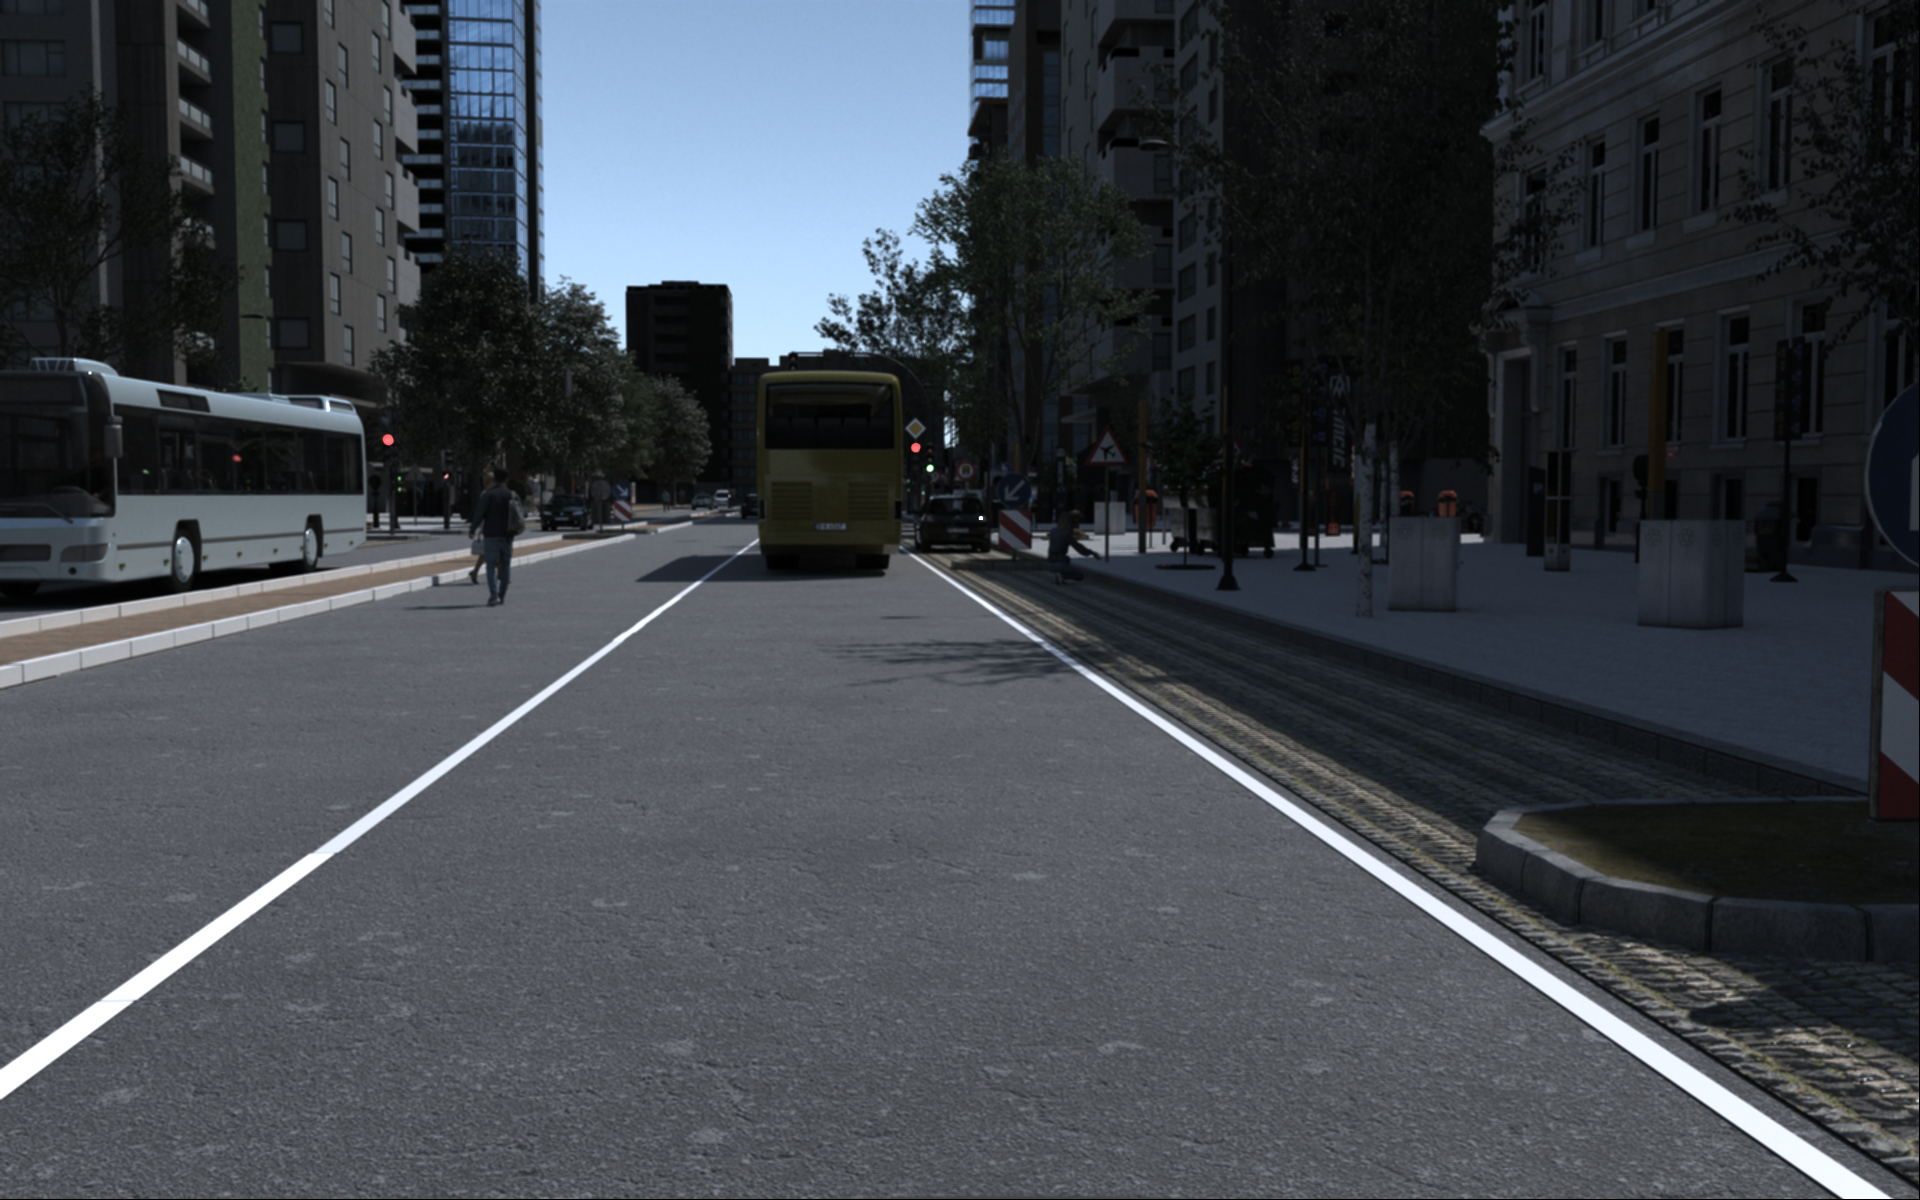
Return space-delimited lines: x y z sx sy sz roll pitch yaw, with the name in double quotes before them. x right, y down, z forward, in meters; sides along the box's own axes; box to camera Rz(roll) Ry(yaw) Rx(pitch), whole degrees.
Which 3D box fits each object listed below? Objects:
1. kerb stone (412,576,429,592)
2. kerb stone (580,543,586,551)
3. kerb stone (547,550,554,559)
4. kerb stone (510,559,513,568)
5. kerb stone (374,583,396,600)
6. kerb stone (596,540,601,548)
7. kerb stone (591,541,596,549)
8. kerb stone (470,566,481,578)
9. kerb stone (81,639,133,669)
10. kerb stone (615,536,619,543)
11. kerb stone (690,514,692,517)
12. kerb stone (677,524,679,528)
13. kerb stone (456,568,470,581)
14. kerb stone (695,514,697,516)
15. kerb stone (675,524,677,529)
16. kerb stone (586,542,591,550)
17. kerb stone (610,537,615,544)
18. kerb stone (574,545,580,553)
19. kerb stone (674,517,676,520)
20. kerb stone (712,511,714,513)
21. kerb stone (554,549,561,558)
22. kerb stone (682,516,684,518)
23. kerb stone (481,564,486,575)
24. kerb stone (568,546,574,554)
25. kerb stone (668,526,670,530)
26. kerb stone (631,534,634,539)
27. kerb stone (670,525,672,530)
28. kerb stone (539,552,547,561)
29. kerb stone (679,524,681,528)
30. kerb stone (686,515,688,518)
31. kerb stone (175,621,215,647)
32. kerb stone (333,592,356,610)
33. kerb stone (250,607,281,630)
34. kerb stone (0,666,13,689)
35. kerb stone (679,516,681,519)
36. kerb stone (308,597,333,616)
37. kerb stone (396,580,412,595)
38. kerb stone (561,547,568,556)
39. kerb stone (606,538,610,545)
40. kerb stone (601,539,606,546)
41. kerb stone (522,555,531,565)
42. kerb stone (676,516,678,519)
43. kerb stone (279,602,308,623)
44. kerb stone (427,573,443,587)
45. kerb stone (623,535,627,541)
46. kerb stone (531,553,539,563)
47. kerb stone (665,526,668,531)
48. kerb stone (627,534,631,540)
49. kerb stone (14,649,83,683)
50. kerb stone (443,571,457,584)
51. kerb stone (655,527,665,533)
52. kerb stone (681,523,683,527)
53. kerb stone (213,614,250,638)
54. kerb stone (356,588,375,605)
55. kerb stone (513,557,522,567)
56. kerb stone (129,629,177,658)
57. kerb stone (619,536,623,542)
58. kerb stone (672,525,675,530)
"kerb stone" -8.142 -0.217 25.857 0.120 0.150 1.000 0 4 -5
"kerb stone" -9.539 -1.287 43.236 0.120 0.150 1.000 0 4 -5
"kerb stone" -9.136 -0.971 38.115 0.120 0.150 1.000 0 4 -5
"kerb stone" -8.724 -0.660 33.011 0.120 0.150 1.000 0 4 -5
"kerb stone" -7.980 -0.099 23.809 0.120 0.150 1.000 0 4 -5
"kerb stone" -9.789 -1.474 46.301 0.120 0.150 1.000 0 4 -5
"kerb stone" -9.706 -1.412 45.277 0.120 0.150 1.000 0 4 -5
"kerb stone" -8.482 -0.473 29.950 0.120 0.150 1.000 0 4 -5
"kerb stone" -7.256 0.464 14.603 0.120 0.150 1.000 0 4 -5
"kerb stone" -10.111 -1.724 50.377 0.120 0.150 1.000 0 4 -5
"kerb stone" -16.654 -5.117 105.897 0.120 0.150 1.000 0 4 -5
"kerb stone" -11.785 -3.007 71.363 0.120 0.150 1.000 0 4 -5
"kerb stone" -8.396 -0.408 28.924 0.120 0.150 1.000 0 4 -5
"kerb stone" -16.981 -5.369 109.978 0.120 0.150 1.000 0 4 -5
"kerb stone" -11.706 -2.943 70.332 0.120 0.150 1.000 0 4 -5
"kerb stone" -9.625 -1.349 44.259 0.120 0.150 1.000 0 4 -5
"kerb stone" -10.033 -1.658 49.359 0.120 0.150 1.000 0 4 -5
"kerb stone" -9.460 -1.224 42.210 0.120 0.150 1.000 0 4 -5
"kerb stone" -15.758 -4.432 94.651 0.120 0.150 1.000 0 4 -5
"kerb stone" -18.361 -6.428 127.330 0.120 0.150 1.000 0 4 -5
"kerb stone" -9.208 -1.033 39.147 0.120 0.150 1.000 0 4 -5
"kerb stone" -16.154 -4.743 99.770 0.120 0.150 1.000 0 4 -5
"kerb stone" -8.563 -0.537 30.969 0.120 0.150 1.000 0 4 -5
"kerb stone" -9.376 -1.162 41.192 0.120 0.150 1.000 0 4 -5
"kerb stone" -11.467 -2.756 67.264 0.120 0.150 1.000 0 4 -5
"kerb stone" -10.436 -1.973 54.459 0.120 0.150 1.000 0 4 -5
"kerb stone" -11.543 -2.817 68.294 0.120 0.150 1.000 0 4 -5
"kerb stone" -9.050 -0.911 37.086 0.120 0.150 1.000 0 4 -5
"kerb stone" -11.866 -3.070 72.390 0.120 0.150 1.000 0 4 -5
"kerb stone" -16.411 -4.932 102.831 0.120 0.150 1.000 0 4 -5
"kerb stone" -7.423 0.339 16.647 0.120 0.150 1.000 0 4 -5
"kerb stone" -7.825 0.031 21.768 0.120 0.150 1.000 0 4 -5
"kerb stone" -7.579 0.215 18.696 0.120 0.150 1.000 0 4 -5
"kerb stone" -7.087 0.597 12.549 0.120 0.150 1.000 0 4 -5
"kerb stone" -16.001 -4.619 97.717 0.120 0.150 1.000 0 4 -5
"kerb stone" -7.745 0.098 20.734 0.120 0.150 1.000 0 4 -5
"kerb stone" -8.068 -0.161 24.836 0.120 0.150 1.000 0 4 -5
"kerb stone" -9.291 -1.099 40.166 0.120 0.150 1.000 0 4 -5
"kerb stone" -9.950 -1.599 48.339 0.120 0.150 1.000 0 4 -5
"kerb stone" -9.867 -1.537 47.320 0.120 0.150 1.000 0 4 -5
"kerb stone" -8.885 -0.784 35.049 0.120 0.150 1.000 0 4 -5
"kerb stone" -15.841 -4.490 95.670 0.120 0.150 1.000 0 4 -5
"kerb stone" -7.660 0.152 19.715 0.120 0.150 1.000 0 4 -5
"kerb stone" -8.239 -0.287 26.883 0.120 0.150 1.000 0 4 -5
"kerb stone" -10.272 -1.848 52.416 0.120 0.150 1.000 0 4 -5
"kerb stone" -8.959 -0.848 36.068 0.120 0.150 1.000 0 4 -5
"kerb stone" -11.377 -2.690 66.246 0.120 0.150 1.000 0 4 -5
"kerb stone" -10.353 -1.911 53.440 0.120 0.150 1.000 0 4 -5
"kerb stone" -7.171 0.527 13.576 0.120 0.150 1.000 0 4 -5
"kerb stone" -8.319 -0.343 27.904 0.120 0.150 1.000 0 4 -5
"kerb stone" -11.294 -2.631 65.221 0.120 0.150 1.000 0 4 -5
"kerb stone" -11.950 -3.128 73.409 0.120 0.150 1.000 0 4 -5
"kerb stone" -7.500 0.278 17.675 0.120 0.150 1.000 0 4 -5
"kerb stone" -7.915 -0.031 22.787 0.120 0.150 1.000 0 4 -5
"kerb stone" -8.813 -0.721 34.030 0.120 0.150 1.000 0 4 -5
"kerb stone" -7.338 0.402 15.626 0.120 0.150 1.000 0 4 -5
"kerb stone" -10.186 -1.785 51.398 0.120 0.150 1.000 0 4 -5
"kerb stone" -11.624 -2.882 69.313 0.120 0.150 1.000 0 4 -5
